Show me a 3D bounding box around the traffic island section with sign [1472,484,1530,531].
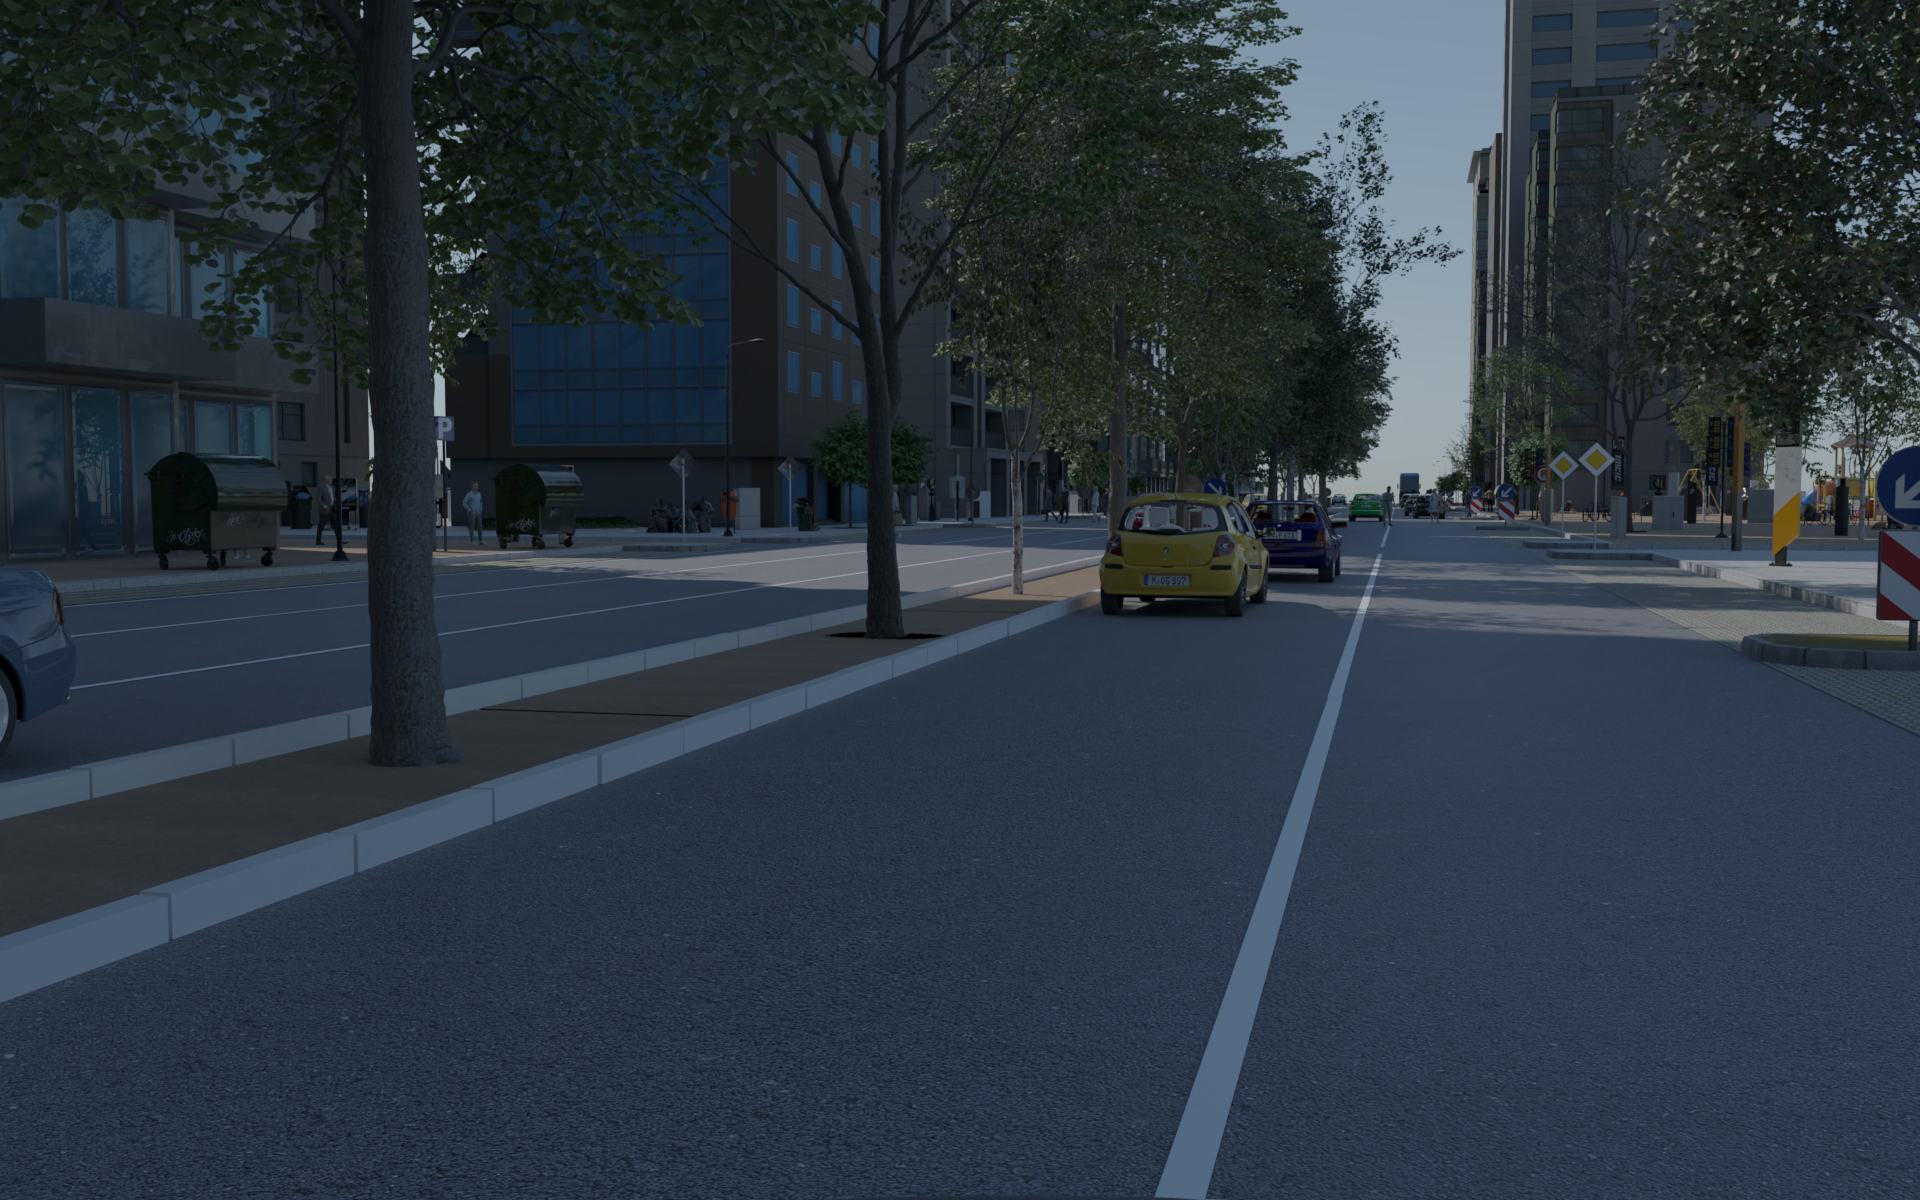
[{"bbox_3d":[21.536,-3.679,68.777,1.989,1.847,2.006,1,4,14],"label":"traffic island section with sign"}]

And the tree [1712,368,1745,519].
[{"bbox_3d":[31.852,-7.097,66.401,4.737,8.622,4.395,0,3,0],"label":"tree"}]

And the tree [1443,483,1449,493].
[{"bbox_3d":[71.602,-15.832,253.447,1.663,3.219,1.824,0,3,0],"label":"tree"}]

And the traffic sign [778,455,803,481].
[{"bbox_3d":[-5.098,-3.043,51.936,0.795,2.593,0.064,1,4,14],"label":"traffic sign"}]

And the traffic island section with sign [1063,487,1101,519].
[{"bbox_3d":[7.096,-5.600,100.191,1.989,1.847,2.006,1,4,14],"label":"traffic island section with sign"}]

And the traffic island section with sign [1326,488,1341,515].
[{"bbox_3d":[25.666,-6.927,121.389,2.006,1.907,1.989,1,4,14],"label":"traffic island section with sign"}]

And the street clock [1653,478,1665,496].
[{"bbox_3d":[30.896,-4.406,76.614,0.471,2.002,0.358,-1,4,-13],"label":"street clock"}]

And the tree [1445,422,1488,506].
[{"bbox_3d":[51.746,-13.837,176.604,4.737,8.622,4.395,0,3,0],"label":"tree"}]

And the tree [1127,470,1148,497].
[{"bbox_3d":[14.443,-8.911,140.299,1.663,3.219,1.824,0,3,0],"label":"tree"}]

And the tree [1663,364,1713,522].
[{"bbox_3d":[39.066,-8.481,89.027,4.737,8.622,4.395,0,3,0],"label":"tree"}]

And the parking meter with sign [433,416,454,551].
[{"bbox_3d":[-12.250,-2.628,39.222,1.738,3.016,0.543,2,4,32],"label":"parking meter with sign"}]

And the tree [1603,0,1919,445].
[{"bbox_3d":[13.478,-6.501,23.295,9.611,12.733,9.660,0,3,0],"label":"tree"}]

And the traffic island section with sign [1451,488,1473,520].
[{"bbox_3d":[28.164,-5.281,94.970,1.989,1.847,2.006,1,4,14],"label":"traffic island section with sign"}]

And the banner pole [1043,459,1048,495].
[{"bbox_3d":[5.968,-8.088,122.256,0.401,3.779,0.863,-3,5,-44],"label":"banner pole"}]

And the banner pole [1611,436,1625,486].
[{"bbox_3d":[25.208,-4.643,65.937,0.863,3.779,0.401,1,4,20],"label":"banner pole"}]

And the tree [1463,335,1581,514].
[{"bbox_3d":[36.025,-11.348,111.291,9.928,11.665,9.643,0,3,0],"label":"tree"}]

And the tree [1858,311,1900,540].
[{"bbox_3d":[25.088,-5.946,47.572,4.737,8.622,4.395,0,3,0],"label":"tree"}]

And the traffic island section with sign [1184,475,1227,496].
[{"bbox_3d":[7.220,-2.471,48.541,2.006,1.907,1.989,1,4,14],"label":"traffic island section with sign"}]

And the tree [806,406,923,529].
[{"bbox_3d":[-4.013,-4.955,64.735,4.285,4.588,4.351,0,3,0],"label":"tree"}]

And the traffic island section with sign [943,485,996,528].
[{"bbox_3d":[0.472,-4.002,74.059,1.989,1.847,2.006,1,4,14],"label":"traffic island section with sign"}]

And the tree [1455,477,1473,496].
[{"bbox_3d":[52.842,-11.402,181.020,1.663,3.219,1.824,0,3,0],"label":"tree"}]

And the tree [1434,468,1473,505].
[{"bbox_3d":[59.961,-13.761,208.706,4.285,4.588,4.351,0,3,0],"label":"tree"}]

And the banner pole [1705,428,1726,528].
[{"bbox_3d":[28.377,-4.585,64.979,0.863,3.779,0.401,3,5,42],"label":"banner pole"}]

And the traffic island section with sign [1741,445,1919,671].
[{"bbox_3d":[7.880,-0.381,14.856,1.989,1.847,2.006,1,4,14],"label":"traffic island section with sign"}]

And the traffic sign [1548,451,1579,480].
[{"bbox_3d":[16.220,-2.712,46.534,0.795,2.593,0.064,1,4,14],"label":"traffic sign"}]

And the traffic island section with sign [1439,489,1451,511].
[{"bbox_3d":[40.513,-8.261,143.693,1.989,1.847,2.006,1,4,14],"label":"traffic island section with sign"}]

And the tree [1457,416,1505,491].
[{"bbox_3d":[46.161,-12.465,154.157,4.360,8.622,3.978,0,3,0],"label":"tree"}]

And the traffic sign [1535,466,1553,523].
[{"bbox_3d":[26.203,-4.750,77.770,0.768,2.556,0.104,1,4,20],"label":"traffic sign"}]

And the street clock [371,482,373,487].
[{"bbox_3d":[-33.767,-5.837,100.009,0.358,2.002,0.471,-3,5,-43],"label":"street clock"}]

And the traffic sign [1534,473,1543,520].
[{"bbox_3d":[28.409,-5.166,84.563,0.768,2.556,0.104,1,4,20],"label":"traffic sign"}]

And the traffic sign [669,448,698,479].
[{"bbox_3d":[-7.059,-2.569,44.195,0.795,2.593,0.064,1,4,14],"label":"traffic sign"}]

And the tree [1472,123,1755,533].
[{"bbox_3d":[22.312,-9.014,57.742,12.009,13.543,11.850,0,3,0],"label":"tree"}]

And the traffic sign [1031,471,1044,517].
[{"bbox_3d":[4.286,-5.884,96.308,0.768,2.556,0.104,1,4,20],"label":"traffic sign"}]

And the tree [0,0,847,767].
[{"bbox_3d":[-2.931,-5.372,8.421,7.486,12.596,7.792,0,3,0],"label":"tree"}]

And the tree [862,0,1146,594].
[{"bbox_3d":[0.777,-4.361,24.130,4.360,8.622,3.978,0,3,0],"label":"tree"}]

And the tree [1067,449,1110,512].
[{"bbox_3d":[8.680,-8.112,116.353,4.285,4.588,4.351,0,3,0],"label":"tree"}]

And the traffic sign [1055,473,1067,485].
[{"bbox_3d":[6.058,-6.355,104.009,0.768,2.556,0.104,1,4,23],"label":"traffic sign"}]

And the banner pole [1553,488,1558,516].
[{"bbox_3d":[35.615,-6.945,103.560,0.401,3.779,0.863,1,4,20],"label":"banner pole"}]

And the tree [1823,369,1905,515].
[{"bbox_3d":[50.572,-8.992,97.382,4.360,8.622,3.978,0,3,0],"label":"tree"}]

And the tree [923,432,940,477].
[{"bbox_3d":[-2.491,-5.280,70.044,4.285,4.588,4.351,0,3,0],"label":"tree"}]

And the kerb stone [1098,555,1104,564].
[{"bbox_3d":[2.798,-0.801,35.404,0.120,0.150,1.000,1,4,14],"label":"kerb stone"}]

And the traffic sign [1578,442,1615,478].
[{"bbox_3d":[14.259,-2.239,38.793,0.795,2.593,0.064,1,4,14],"label":"traffic sign"}]

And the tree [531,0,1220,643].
[{"bbox_3d":[-0.822,-5.429,16.984,9.928,11.665,9.643,0,3,0],"label":"tree"}]

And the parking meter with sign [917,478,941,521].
[{"bbox_3d":[-1.595,-5.358,83.860,0.543,3.016,1.738,2,4,33],"label":"parking meter with sign"}]

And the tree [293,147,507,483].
[{"bbox_3d":[-11.376,-5.244,36.105,4.737,8.622,4.395,0,3,0],"label":"tree"}]

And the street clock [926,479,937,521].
[{"bbox_3d":[-1.338,-4.705,81.493,0.471,2.002,0.358,-3,5,-44],"label":"street clock"}]

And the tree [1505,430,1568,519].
[{"bbox_3d":[31.981,-6.855,95.787,4.285,4.588,4.351,0,3,0],"label":"tree"}]

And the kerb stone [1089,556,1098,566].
[{"bbox_3d":[2.548,-0.747,34.412,0.120,0.150,1.000,1,4,14],"label":"kerb stone"}]

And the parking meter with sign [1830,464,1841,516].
[{"bbox_3d":[51.149,-6.436,101.493,1.738,3.016,0.543,-3,4,-37],"label":"parking meter with sign"}]
